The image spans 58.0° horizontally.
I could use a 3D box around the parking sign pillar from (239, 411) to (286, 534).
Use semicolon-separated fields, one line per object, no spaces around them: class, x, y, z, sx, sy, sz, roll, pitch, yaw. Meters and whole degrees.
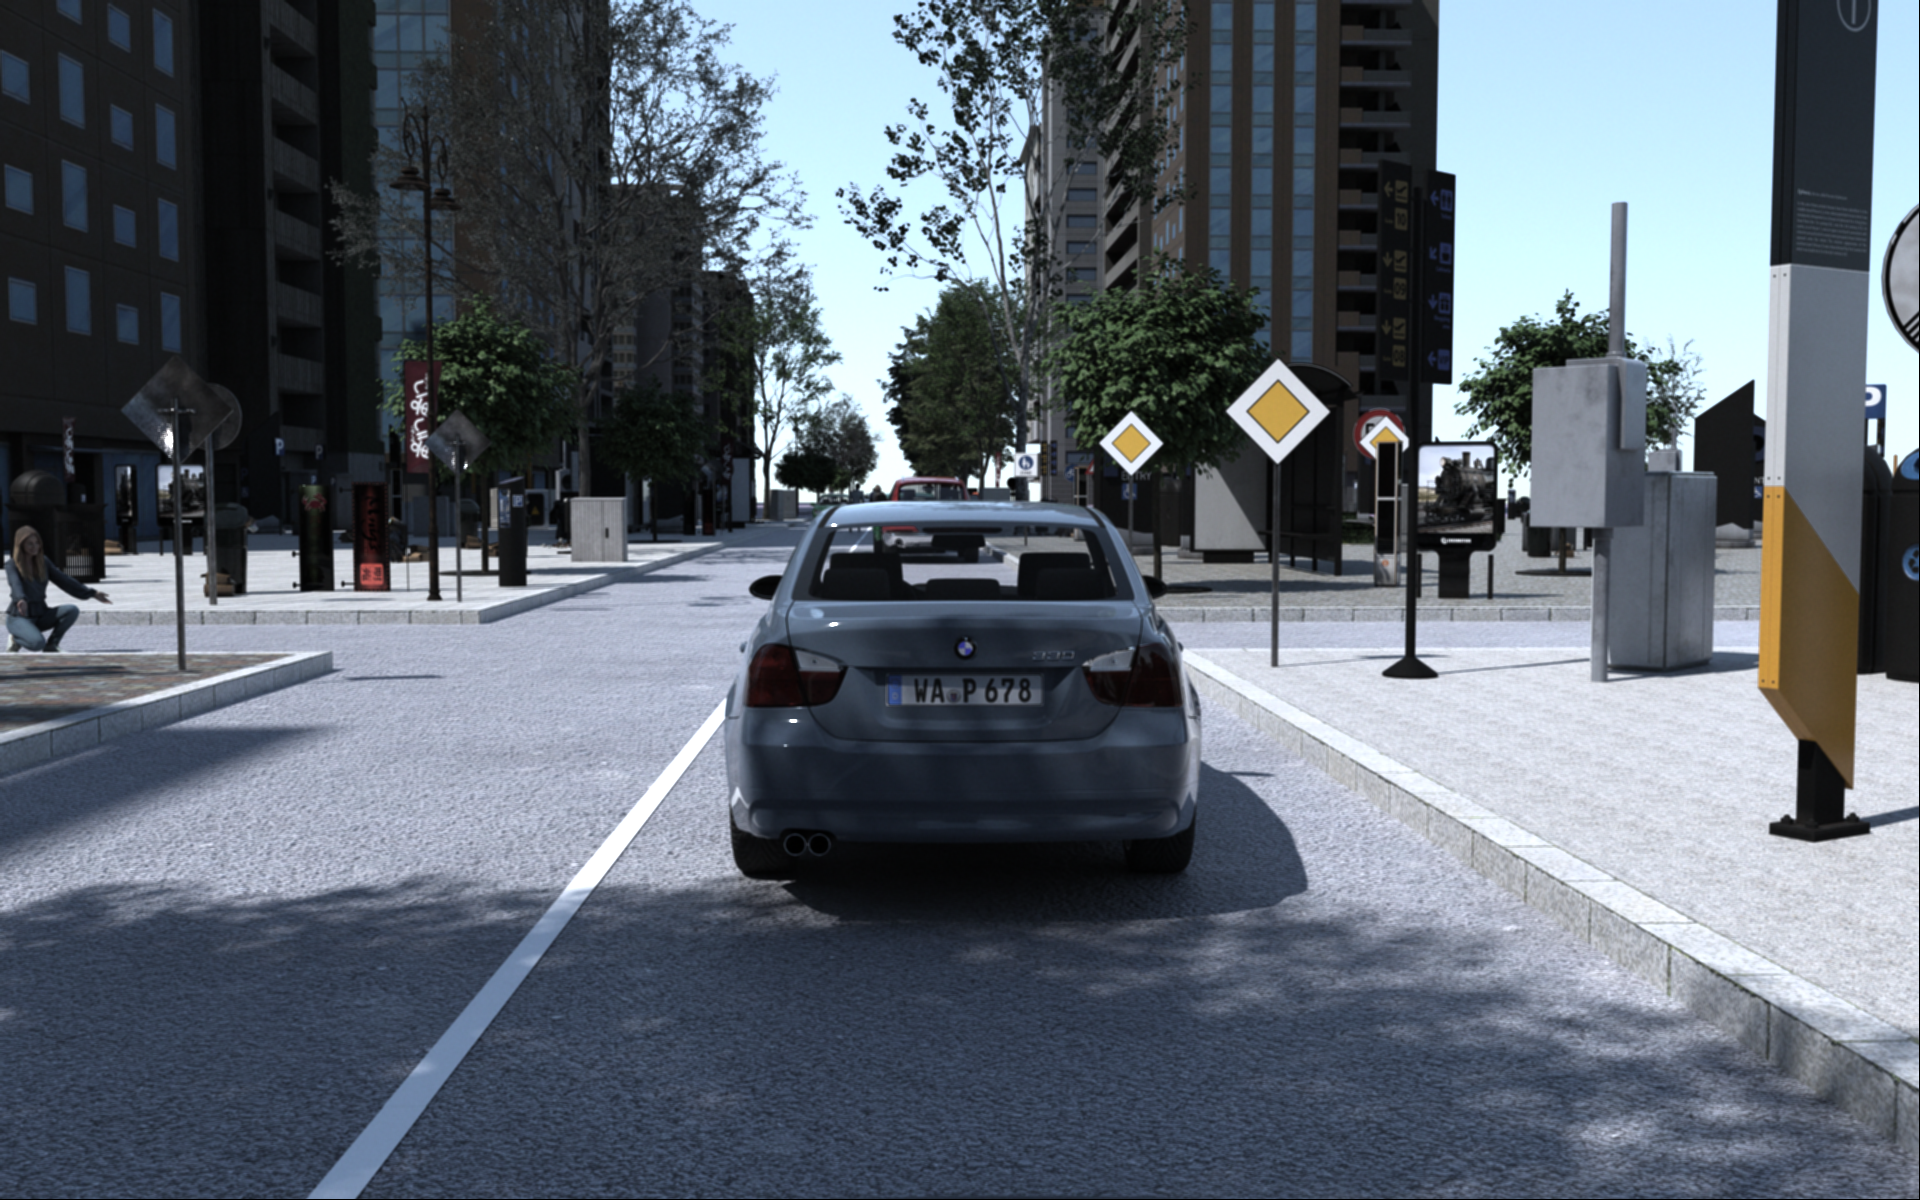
parking sign pillar;-22.638;-4.133;56.041;1.447;3.967;1.447;2;4;26

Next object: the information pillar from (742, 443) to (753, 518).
information pillar;-9.802;-5.429;80.118;0.504;3.616;0.183;0;4;1

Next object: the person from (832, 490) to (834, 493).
person;-7.507;-5.680;102.298;0.756;1.711;0.436;3;4;37

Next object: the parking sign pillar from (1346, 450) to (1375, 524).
parking sign pillar;17.199;-5.220;73.819;1.447;3.967;1.447;1;4;8

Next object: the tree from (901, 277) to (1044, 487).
tree;0.656;-10.574;91.008;7.486;12.596;7.792;0;3;0

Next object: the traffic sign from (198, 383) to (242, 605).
traffic sign;-8.652;-1.216;19.991;0.768;2.556;0.104;0;4;8

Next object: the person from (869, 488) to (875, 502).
person;-5.899;-6.805;119.623;0.709;1.838;0.599;1;4;13

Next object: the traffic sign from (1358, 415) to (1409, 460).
traffic sign;6.243;-1.485;25.465;0.795;2.450;0.064;0;4;3

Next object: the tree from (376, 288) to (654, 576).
tree;-7.712;-2.689;27.686;4.285;4.588;4.351;0;3;0

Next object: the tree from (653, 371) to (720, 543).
tree;-8.093;-3.814;46.077;4.285;4.588;4.351;0;3;0

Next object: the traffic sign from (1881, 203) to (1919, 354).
traffic sign;4.153;-0.432;7.173;0.768;2.556;0.104;0;4;0

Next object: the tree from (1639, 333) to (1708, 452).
tree;31.959;-7.848;78.675;4.360;8.622;3.978;0;3;0

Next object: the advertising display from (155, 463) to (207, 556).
advertising display;-16.241;-1.892;36.155;0.974;1.923;0.123;-1;4;-13

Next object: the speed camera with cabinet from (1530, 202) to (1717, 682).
speed camera with cabinet;4.811;-1.110;12.479;0.660;3.252;2.038;3;5;43

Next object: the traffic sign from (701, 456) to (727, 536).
traffic sign;-7.465;-3.141;52.538;0.795;2.450;0.064;0;4;1

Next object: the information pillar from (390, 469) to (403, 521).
information pillar;-16.315;-2.793;50.161;0.304;2.012;0.304;-1;4;-23

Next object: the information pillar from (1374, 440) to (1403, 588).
information pillar;5.910;-1.186;23.888;0.304;2.012;0.304;2;4;27

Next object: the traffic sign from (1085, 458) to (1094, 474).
traffic sign;3.789;-2.845;46.514;0.884;2.594;0.081;0;4;3

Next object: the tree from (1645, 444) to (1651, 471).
tree;21.840;-3.740;55.747;1.663;3.219;1.824;0;3;0

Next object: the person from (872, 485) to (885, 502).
person;-3.143;-3.588;67.351;0.537;1.800;0.526;0;4;1

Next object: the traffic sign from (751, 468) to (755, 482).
traffic sign;-9.774;-4.851;79.416;0.768;2.556;0.104;0;4;7

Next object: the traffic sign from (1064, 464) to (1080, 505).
traffic sign;4.788;-4.477;73.307;0.768;2.556;0.104;0;4;4

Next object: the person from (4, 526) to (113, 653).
person;-8.063;-0.083;15.364;0.738;1.151;1.012;2;4;31

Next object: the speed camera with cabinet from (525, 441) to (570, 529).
speed camera with cabinet;-15.107;-4.231;63.521;2.038;3.252;0.660;-2;4;-29

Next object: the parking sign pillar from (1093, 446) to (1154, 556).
parking sign pillar;3.495;-2.940;36.543;1.447;3.967;1.447;-1;4;-17

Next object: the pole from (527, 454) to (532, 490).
pole;-16.091;-4.336;64.744;0.158;3.312;0.155;0;3;0

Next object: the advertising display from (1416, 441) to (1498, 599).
advertising display;6.075;-0.981;21.245;0.974;1.923;0.123;1;4;21

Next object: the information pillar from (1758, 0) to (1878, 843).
information pillar;3.172;-0.919;6.383;0.504;3.616;0.183;-2;4;-30

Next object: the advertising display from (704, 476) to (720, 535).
advertising display;-7.880;-3.043;54.969;0.123;1.923;0.974;-1;4;-19

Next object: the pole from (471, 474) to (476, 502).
pole;-19.014;-4.515;67.658;0.158;3.312;0.155;0;3;0

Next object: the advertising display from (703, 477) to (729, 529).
advertising display;-8.916;-3.554;63.324;0.974;1.923;0.123;1;4;10

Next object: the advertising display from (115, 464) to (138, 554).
advertising display;-18.105;-1.983;37.630;0.974;1.923;0.123;3;5;45

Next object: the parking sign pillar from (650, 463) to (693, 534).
parking sign pillar;-9.436;-4.173;56.703;1.447;3.967;1.447;-2;4;-27

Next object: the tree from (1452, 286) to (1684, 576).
tree;9.608;-2.688;27.660;4.285;4.588;4.351;0;3;0

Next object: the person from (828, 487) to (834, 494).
person;-6.634;-4.933;89.378;0.641;1.798;0.478;-1;4;-20

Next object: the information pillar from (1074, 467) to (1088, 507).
information pillar;3.284;-2.602;47.043;0.304;2.012;0.304;-1;4;-15

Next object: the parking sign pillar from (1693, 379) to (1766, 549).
parking sign pillar;18.224;-3.231;41.295;1.447;3.967;1.447;3;4;39

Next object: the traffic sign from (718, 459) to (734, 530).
traffic sign;-8.399;-3.753;61.470;0.768;2.556;0.104;0;4;-2

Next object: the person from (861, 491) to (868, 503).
person;-8.798;-9.084;157.738;0.721;1.743;1.217;3;4;37

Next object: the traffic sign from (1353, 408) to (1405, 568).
traffic sign;6.242;-1.576;25.879;0.768;2.556;0.104;0;4;2

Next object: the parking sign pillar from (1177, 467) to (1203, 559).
parking sign pillar;5.071;-2.815;34.504;1.447;3.967;1.447;0;4;3

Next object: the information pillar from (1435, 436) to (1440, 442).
information pillar;19.289;-4.803;69.889;0.183;3.616;0.504;-1;4;-12

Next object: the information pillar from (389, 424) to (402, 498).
information pillar;-18.890;-4.070;57.897;0.504;3.616;0.183;3;4;39

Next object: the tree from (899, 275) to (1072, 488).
tree;1.187;-9.498;81.052;9.928;11.665;9.643;0;3;0

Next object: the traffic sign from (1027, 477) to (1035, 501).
traffic sign;2.826;-4.427;72.495;0.768;2.556;0.104;0;4;1

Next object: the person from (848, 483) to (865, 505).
person;-3.905;-3.476;65.185;0.661;1.843;0.795;1;4;13

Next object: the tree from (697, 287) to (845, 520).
tree;-9.518;-9.779;85.644;9.928;11.665;9.643;0;3;0

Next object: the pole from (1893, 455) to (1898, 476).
pole;48.703;-5.895;90.234;0.158;3.312;0.155;0;3;0

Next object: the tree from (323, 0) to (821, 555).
tree;-8.024;-7.727;36.710;12.009;13.543;11.850;0;3;0

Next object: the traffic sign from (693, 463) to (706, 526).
traffic sign;-10.732;-4.308;70.541;0.768;2.556;0.104;0;4;3

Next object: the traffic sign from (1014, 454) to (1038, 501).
traffic sign;1.639;-2.503;43.046;0.606;2.300;0.079;0;4;4
